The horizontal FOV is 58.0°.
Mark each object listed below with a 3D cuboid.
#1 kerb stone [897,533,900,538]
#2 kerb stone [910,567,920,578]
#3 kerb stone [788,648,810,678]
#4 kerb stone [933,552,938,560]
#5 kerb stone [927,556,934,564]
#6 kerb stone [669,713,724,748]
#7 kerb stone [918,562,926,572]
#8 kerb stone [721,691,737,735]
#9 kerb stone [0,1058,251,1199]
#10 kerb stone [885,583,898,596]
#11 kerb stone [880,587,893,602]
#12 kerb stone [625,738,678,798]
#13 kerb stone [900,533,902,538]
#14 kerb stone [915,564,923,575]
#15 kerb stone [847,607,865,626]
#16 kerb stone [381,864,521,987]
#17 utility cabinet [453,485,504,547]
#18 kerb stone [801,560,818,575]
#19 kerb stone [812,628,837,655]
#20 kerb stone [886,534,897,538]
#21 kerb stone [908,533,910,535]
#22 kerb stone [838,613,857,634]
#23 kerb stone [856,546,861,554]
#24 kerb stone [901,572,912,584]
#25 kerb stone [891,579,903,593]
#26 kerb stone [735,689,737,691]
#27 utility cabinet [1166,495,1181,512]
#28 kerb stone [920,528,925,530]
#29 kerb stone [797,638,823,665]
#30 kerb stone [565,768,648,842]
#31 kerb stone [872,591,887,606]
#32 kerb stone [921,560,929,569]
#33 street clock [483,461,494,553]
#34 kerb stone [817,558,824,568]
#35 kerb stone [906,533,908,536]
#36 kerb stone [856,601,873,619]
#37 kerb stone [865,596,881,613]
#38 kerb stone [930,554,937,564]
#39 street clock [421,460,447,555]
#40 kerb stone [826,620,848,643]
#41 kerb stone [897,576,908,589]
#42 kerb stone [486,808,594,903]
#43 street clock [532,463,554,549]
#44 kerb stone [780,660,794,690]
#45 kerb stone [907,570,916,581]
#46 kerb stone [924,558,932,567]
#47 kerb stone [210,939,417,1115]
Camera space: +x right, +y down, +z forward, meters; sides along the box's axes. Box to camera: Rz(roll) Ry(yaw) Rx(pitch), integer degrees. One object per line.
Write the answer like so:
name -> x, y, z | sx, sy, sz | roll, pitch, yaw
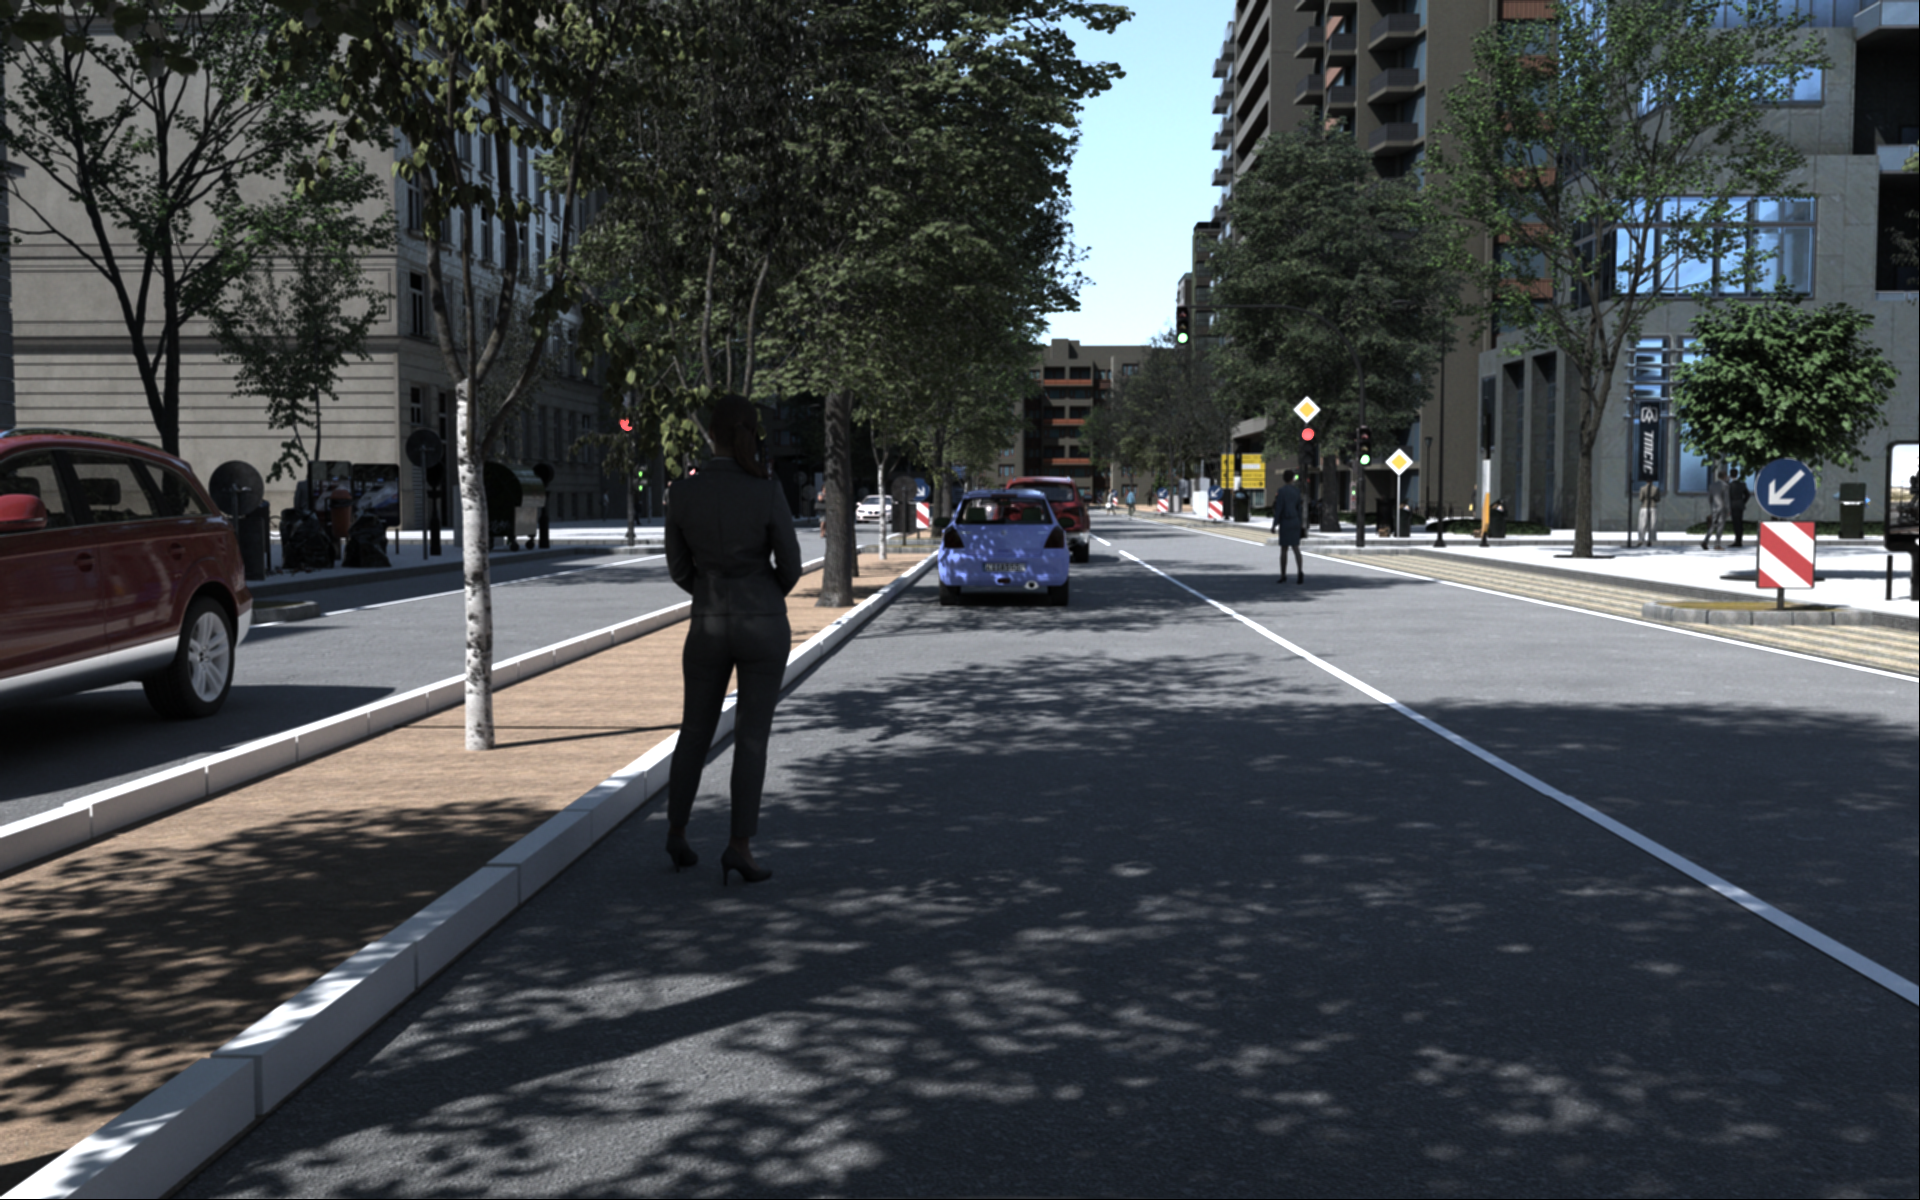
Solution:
kerb stone -> -2.060, -1.962, 54.276 | 0.120, 0.150, 1.000 | 0, 4, 2
kerb stone -> -0.810, -0.413, 29.047 | 0.120, 0.150, 1.000 | 0, 4, 2
kerb stone -> -1.329, 0.520, 13.692 | 0.120, 0.150, 1.000 | 0, 4, 2
kerb stone -> -0.570, -0.857, 36.213 | 0.120, 0.150, 1.000 | 0, 4, 2
kerb stone -> -0.644, -0.726, 34.165 | 0.120, 0.150, 1.000 | 0, 4, 2
kerb stone -> -1.465, 0.775, 9.587 | 0.120, 0.150, 1.000 | 0, 4, 2
kerb stone -> -0.741, -0.535, 31.094 | 0.120, 0.150, 1.000 | 0, 4, 2
kerb stone -> -1.436, 0.708, 10.618 | 0.120, 0.150, 1.000 | 0, 4, 2
kerb stone -> -1.681, 1.147, 3.441 | 0.120, 0.150, 1.000 | 0, 4, 2
kerb stone -> -0.989, -0.105, 23.920 | 0.120, 0.150, 1.000 | 0, 4, 2
kerb stone -> -1.013, -0.043, 22.895 | 0.120, 0.150, 1.000 | 0, 4, 2
kerb stone -> -1.504, 0.840, 8.564 | 0.120, 0.150, 1.000 | 0, 4, 2
kerb stone -> -2.035, -2.022, 55.304 | 0.120, 0.150, 1.000 | 0, 4, 2
kerb stone -> -0.779, -0.482, 30.068 | 0.120, 0.150, 1.000 | 0, 4, 2
kerb stone -> -1.160, 0.208, 18.800 | 0.120, 0.150, 1.000 | 0, 4, 2
kerb stone -> -1.607, 1.029, 5.497 | 0.120, 0.150, 1.000 | 0, 4, 2
utility cabinet -> -11.704, -2.044, 42.106 | 1.173, 1.500, 0.318 | -3, 5, -40
kerb stone -> -2.803, -0.614, 32.241 | 0.120, 0.150, 1.000 | 0, 4, 2
kerb stone -> -1.254, 0.395, 15.734 | 0.120, 0.150, 1.000 | 0, 4, 2
kerb stone -> -2.101, -1.898, 53.250 | 0.120, 0.150, 1.000 | 0, 4, 2
kerb stone -> -1.895, -2.276, 59.402 | 0.120, 0.150, 1.000 | 0, 4, 2
kerb stone -> -1.188, 0.270, 17.779 | 0.120, 0.150, 1.000 | 0, 4, 2
kerb stone -> -2.462, -1.239, 42.462 | 0.120, 0.150, 1.000 | 0, 4, 2
kerb stone -> -0.880, -0.294, 27.000 | 0.120, 0.150, 1.000 | 0, 4, 2
kerb stone -> -0.948, -0.164, 24.951 | 0.120, 0.150, 1.000 | 0, 4, 2
kerb stone -> -1.400, 0.645, 11.642 | 0.120, 0.150, 1.000 | 0, 4, 2
utility cabinet -> 14.631, -6.591, 118.922 | 1.020, 1.237, 0.306 | 2, 4, 33
kerb stone -> -1.489, -3.027, 71.681 | 0.120, 0.150, 1.000 | 0, 4, 2
kerb stone -> -1.299, 0.462, 14.714 | 0.120, 0.150, 1.000 | 0, 4, 2
kerb stone -> -1.539, 0.896, 7.542 | 0.120, 0.150, 1.000 | 0, 4, 2
kerb stone -> -1.057, 0.020, 21.864 | 0.120, 0.150, 1.000 | 0, 4, 2
kerb stone -> -0.711, -0.605, 32.122 | 0.120, 0.150, 1.000 | 0, 4, 2
street clock -> -10.360, -2.020, 37.605 | 0.358, 2.002, 0.471 | 2, 4, 28
kerb stone -> -2.779, -0.677, 33.263 | 0.120, 0.150, 1.000 | 0, 4, 2
kerb stone -> -1.929, -2.211, 58.380 | 0.120, 0.150, 1.000 | 0, 4, 2
kerb stone -> -1.126, 0.145, 19.821 | 0.120, 0.150, 1.000 | 0, 4, 2
kerb stone -> -1.085, 0.083, 20.843 | 0.120, 0.150, 1.000 | 0, 4, 2
kerb stone -> -0.610, -0.794, 35.186 | 0.120, 0.150, 1.000 | 0, 4, 2
street clock -> -10.988, -1.936, 36.232 | 0.471, 2.002, 0.358 | 0, 4, -2
kerb stone -> -1.222, 0.334, 16.757 | 0.120, 0.150, 1.000 | 0, 4, 2
kerb stone -> -0.913, -0.230, 25.974 | 0.120, 0.150, 1.000 | 0, 4, 2
kerb stone -> -1.570, 0.959, 6.518 | 0.120, 0.150, 1.000 | 0, 4, 2
street clock -> -9.809, -2.216, 40.795 | 0.471, 2.002, 0.358 | 1, 4, 15
kerb stone -> -1.360, 0.583, 12.665 | 0.120, 0.150, 1.000 | 0, 4, 2
kerb stone -> -0.844, -0.355, 28.022 | 0.120, 0.150, 1.000 | 0, 4, 2
kerb stone -> -0.677, -0.670, 33.144 | 0.120, 0.150, 1.000 | 0, 4, 2
kerb stone -> -1.640, 1.084, 4.466 | 0.120, 0.150, 1.000 | 0, 4, 2
